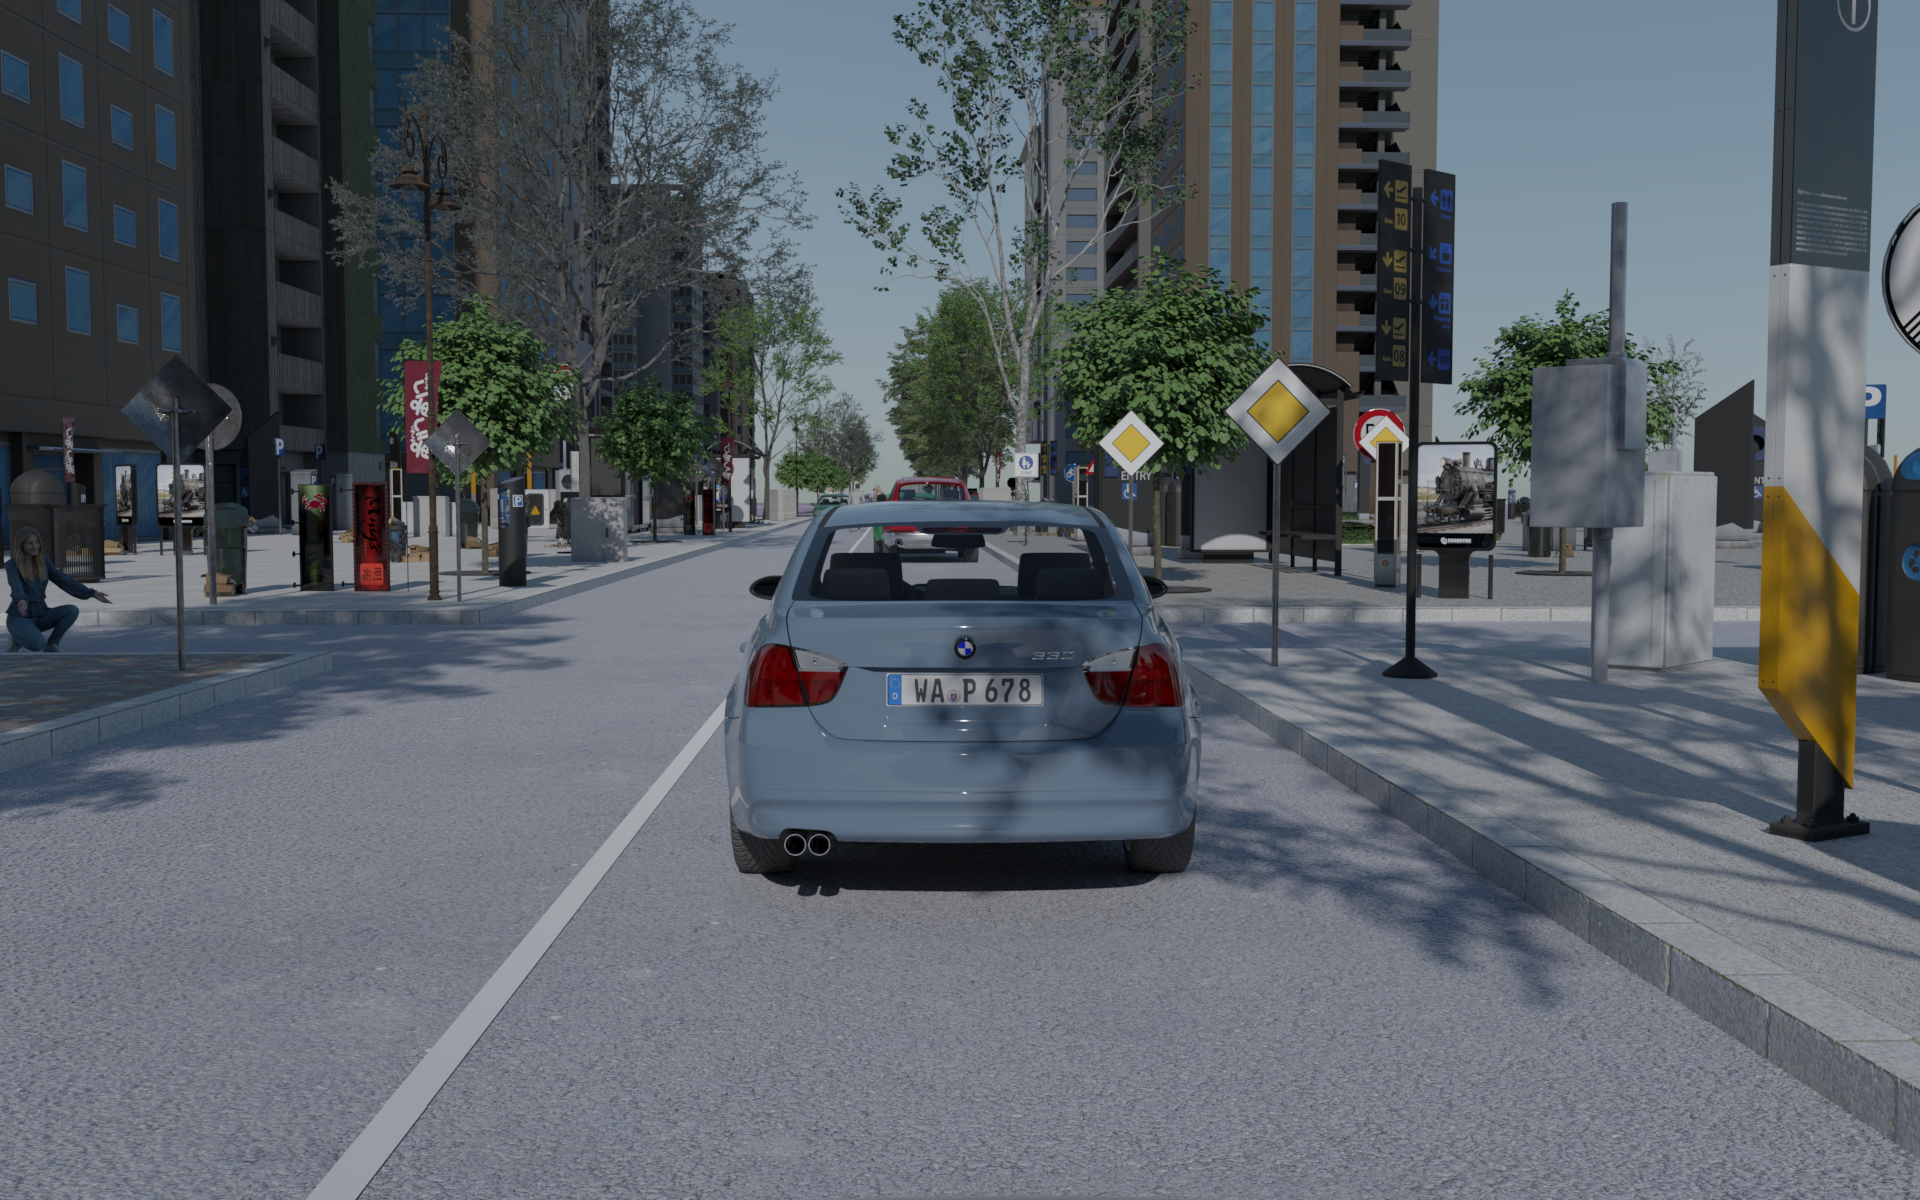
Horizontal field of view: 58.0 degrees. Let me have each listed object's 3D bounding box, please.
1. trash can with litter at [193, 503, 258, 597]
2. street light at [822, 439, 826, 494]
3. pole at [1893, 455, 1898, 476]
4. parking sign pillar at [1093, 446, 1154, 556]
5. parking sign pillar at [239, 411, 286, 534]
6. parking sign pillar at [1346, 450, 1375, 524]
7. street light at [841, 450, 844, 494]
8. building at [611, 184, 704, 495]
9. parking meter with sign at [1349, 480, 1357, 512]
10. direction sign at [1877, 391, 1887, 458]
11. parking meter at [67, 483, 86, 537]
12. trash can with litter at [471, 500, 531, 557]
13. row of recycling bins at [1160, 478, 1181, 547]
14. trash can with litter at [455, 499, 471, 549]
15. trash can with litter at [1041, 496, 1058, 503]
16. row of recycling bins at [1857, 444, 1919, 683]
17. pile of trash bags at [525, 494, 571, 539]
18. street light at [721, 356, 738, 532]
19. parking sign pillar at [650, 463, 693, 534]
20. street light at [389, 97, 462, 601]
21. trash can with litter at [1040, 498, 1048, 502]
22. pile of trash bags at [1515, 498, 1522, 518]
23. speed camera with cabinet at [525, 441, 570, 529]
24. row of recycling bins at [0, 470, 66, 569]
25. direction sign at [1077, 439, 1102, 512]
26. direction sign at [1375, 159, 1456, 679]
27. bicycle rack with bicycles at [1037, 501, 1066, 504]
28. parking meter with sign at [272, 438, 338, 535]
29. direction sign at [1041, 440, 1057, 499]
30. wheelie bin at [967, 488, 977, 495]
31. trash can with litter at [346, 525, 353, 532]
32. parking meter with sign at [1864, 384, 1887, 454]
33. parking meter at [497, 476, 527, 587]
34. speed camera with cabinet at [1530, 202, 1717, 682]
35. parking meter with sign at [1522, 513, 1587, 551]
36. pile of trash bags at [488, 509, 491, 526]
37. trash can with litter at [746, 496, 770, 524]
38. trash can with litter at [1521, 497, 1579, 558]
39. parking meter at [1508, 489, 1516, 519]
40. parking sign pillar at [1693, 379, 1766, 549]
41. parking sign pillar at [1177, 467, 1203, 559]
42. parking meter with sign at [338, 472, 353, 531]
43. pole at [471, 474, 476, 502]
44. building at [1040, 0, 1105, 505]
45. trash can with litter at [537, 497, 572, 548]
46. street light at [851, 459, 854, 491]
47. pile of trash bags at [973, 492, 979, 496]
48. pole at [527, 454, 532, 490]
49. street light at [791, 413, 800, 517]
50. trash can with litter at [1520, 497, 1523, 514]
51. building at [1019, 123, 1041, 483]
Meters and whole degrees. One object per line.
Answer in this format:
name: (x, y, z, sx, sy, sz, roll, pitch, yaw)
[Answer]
trash can with litter: (-9.279, -0.647, 21.972, 0.624, 1.170, 1.055, -1, 4, -17)
street light: (-10.562, -9.892, 134.524, 0.468, 5.910, 1.993, 0, 4, -2)
pole: (48.703, -5.895, 90.234, 0.158, 3.312, 0.155, 0, 3, 0)
parking sign pillar: (3.495, -2.940, 36.543, 1.447, 3.967, 1.447, -1, 4, -17)
parking sign pillar: (-22.638, -4.133, 56.041, 1.447, 3.967, 1.447, 2, 4, 26)
parking sign pillar: (17.199, -5.220, 73.819, 1.447, 3.967, 1.447, 1, 4, 8)
street light: (-12.200, -12.690, 180.267, 0.468, 5.910, 1.993, 0, 4, -2)
building: (-43.323, -31.342, 204.314, 32.217, 40.220, 23.993, 0, 4, -2)
parking meter with sign: (20.340, -5.633, 88.353, 0.543, 3.016, 1.738, 2, 4, 33)
direction sign: (19.970, -2.789, 37.604, 0.379, 3.537, 0.876, 1, 4, 19)
parking meter: (-19.713, -1.850, 38.663, 0.372, 1.533, 0.369, 0, 3, 0)
trash can with litter: (-9.267, -1.459, 35.242, 1.055, 1.170, 0.624, 1, 4, 22)
row of recycling bins: (5.737, -2.136, 42.030, 1.069, 1.692, 3.534, -2, 4, -26)
trash can with litter: (-11.441, -1.789, 40.630, 0.624, 1.170, 1.055, -2, 4, -32)
trash can with litter: (2.372, -2.620, 53.893, 2.233, 1.210, 1.678, 0, 4, -3)
row of recycling bins: (6.954, -0.267, 11.473, 1.069, 1.692, 3.534, -1, 4, -23)
pile of trash bags: (-11.393, -2.461, 49.993, 3.447, 1.369, 1.912, 0, 4, 2)
street light: (-7.729, -5.219, 58.118, 0.468, 5.910, 1.993, 0, 4, -2)
parking sign pillar: (-9.436, -4.173, 56.703, 1.447, 3.967, 1.447, -2, 4, -27)
street light: (-6.348, -2.933, 20.745, 0.468, 5.910, 1.993, 0, 4, -2)
trash can with litter: (2.498, -2.851, 57.993, 1.055, 1.170, 0.624, 0, 4, 3)
pile of trash bags: (31.835, -5.247, 95.548, 3.447, 1.369, 1.912, -3, 5, -44)
speed camera with cabinet: (-15.107, -4.231, 63.521, 2.038, 3.252, 0.660, -2, 4, -29)
row of recycling bins: (-17.185, -1.365, 29.437, 3.534, 1.692, 1.069, -2, 4, -28)
direction sign: (2.517, -2.388, 31.038, 0.876, 3.537, 0.379, 1, 4, 18)
direction sign: (3.169, -1.229, 12.093, 0.876, 3.537, 0.379, -3, 5, -41)
bicycle rack with bicycles: (3.493, -4.394, 85.216, 2.925, 0.926, 2.852, -1, 4, -17)
parking meter with sign: (-20.357, -3.516, 53.745, 1.738, 3.016, 0.543, 1, 4, 10)
direction sign: (3.764, -4.985, 73.497, 0.876, 3.537, 0.379, 3, 5, 43)
wheelie bin: (0.635, -5.159, 92.259, 0.980, 1.594, 0.693, 0, 3, 0)
trash can with litter: (-18.912, -2.665, 54.954, 1.055, 1.170, 0.624, -3, 4, -39)
parking meter with sign: (14.000, -1.876, 26.930, 0.543, 3.016, 1.738, 2, 4, 31)
parking meter: (-6.227, -0.958, 24.074, 0.372, 1.533, 0.369, 0, 3, 0)
speed camera with cabinet: (4.811, -1.110, 12.479, 0.660, 3.252, 2.038, 3, 5, 43)
parking meter with sign: (13.463, -2.610, 38.938, 1.738, 3.016, 0.543, -2, 4, -25)
pile of trash bags: (-17.309, -3.542, 67.670, 1.912, 1.369, 3.447, -2, 4, -26)
trash can with litter: (-9.132, -3.952, 75.677, 1.678, 1.210, 2.233, 0, 4, -4)
trash can with litter: (12.036, -1.457, 35.207, 1.055, 1.170, 0.624, 1, 4, 15)
parking meter: (28.000, -4.862, 87.903, 0.372, 1.533, 0.369, 0, 3, 0)
parking sign pillar: (18.224, -3.231, 41.295, 1.447, 3.967, 1.447, 3, 4, 39)
parking sign pillar: (5.071, -2.815, 34.504, 1.447, 3.967, 1.447, 0, 4, 3)
parking meter with sign: (-21.821, -3.971, 61.187, 0.543, 3.016, 1.738, 3, 4, 38)
pole: (-19.014, -4.515, 67.658, 0.158, 3.312, 0.155, 0, 3, 0)
building: (20.437, -41.032, 212.869, 21.231, 58.520, 28.212, 0, 4, -2)
trash can with litter: (-9.672, -1.900, 42.125, 1.678, 1.210, 2.233, 0, 4, 0)
street light: (-13.517, -14.974, 217.617, 0.468, 5.910, 1.993, 0, 4, -2)
pile of trash bags: (1.097, -4.849, 89.031, 1.912, 1.369, 3.447, 1, 4, 10)
pole: (-16.091, -4.336, 64.744, 0.158, 3.312, 0.155, 0, 3, 0)
street light: (-9.181, -7.608, 97.177, 0.468, 5.910, 1.993, 0, 4, -2)
trash can with litter: (25.213, -3.984, 76.523, 0.624, 1.170, 1.055, -1, 4, -18)
building: (23.312, -39.924, 241.997, 28.713, 52.752, 27.495, 0, 4, -2)
